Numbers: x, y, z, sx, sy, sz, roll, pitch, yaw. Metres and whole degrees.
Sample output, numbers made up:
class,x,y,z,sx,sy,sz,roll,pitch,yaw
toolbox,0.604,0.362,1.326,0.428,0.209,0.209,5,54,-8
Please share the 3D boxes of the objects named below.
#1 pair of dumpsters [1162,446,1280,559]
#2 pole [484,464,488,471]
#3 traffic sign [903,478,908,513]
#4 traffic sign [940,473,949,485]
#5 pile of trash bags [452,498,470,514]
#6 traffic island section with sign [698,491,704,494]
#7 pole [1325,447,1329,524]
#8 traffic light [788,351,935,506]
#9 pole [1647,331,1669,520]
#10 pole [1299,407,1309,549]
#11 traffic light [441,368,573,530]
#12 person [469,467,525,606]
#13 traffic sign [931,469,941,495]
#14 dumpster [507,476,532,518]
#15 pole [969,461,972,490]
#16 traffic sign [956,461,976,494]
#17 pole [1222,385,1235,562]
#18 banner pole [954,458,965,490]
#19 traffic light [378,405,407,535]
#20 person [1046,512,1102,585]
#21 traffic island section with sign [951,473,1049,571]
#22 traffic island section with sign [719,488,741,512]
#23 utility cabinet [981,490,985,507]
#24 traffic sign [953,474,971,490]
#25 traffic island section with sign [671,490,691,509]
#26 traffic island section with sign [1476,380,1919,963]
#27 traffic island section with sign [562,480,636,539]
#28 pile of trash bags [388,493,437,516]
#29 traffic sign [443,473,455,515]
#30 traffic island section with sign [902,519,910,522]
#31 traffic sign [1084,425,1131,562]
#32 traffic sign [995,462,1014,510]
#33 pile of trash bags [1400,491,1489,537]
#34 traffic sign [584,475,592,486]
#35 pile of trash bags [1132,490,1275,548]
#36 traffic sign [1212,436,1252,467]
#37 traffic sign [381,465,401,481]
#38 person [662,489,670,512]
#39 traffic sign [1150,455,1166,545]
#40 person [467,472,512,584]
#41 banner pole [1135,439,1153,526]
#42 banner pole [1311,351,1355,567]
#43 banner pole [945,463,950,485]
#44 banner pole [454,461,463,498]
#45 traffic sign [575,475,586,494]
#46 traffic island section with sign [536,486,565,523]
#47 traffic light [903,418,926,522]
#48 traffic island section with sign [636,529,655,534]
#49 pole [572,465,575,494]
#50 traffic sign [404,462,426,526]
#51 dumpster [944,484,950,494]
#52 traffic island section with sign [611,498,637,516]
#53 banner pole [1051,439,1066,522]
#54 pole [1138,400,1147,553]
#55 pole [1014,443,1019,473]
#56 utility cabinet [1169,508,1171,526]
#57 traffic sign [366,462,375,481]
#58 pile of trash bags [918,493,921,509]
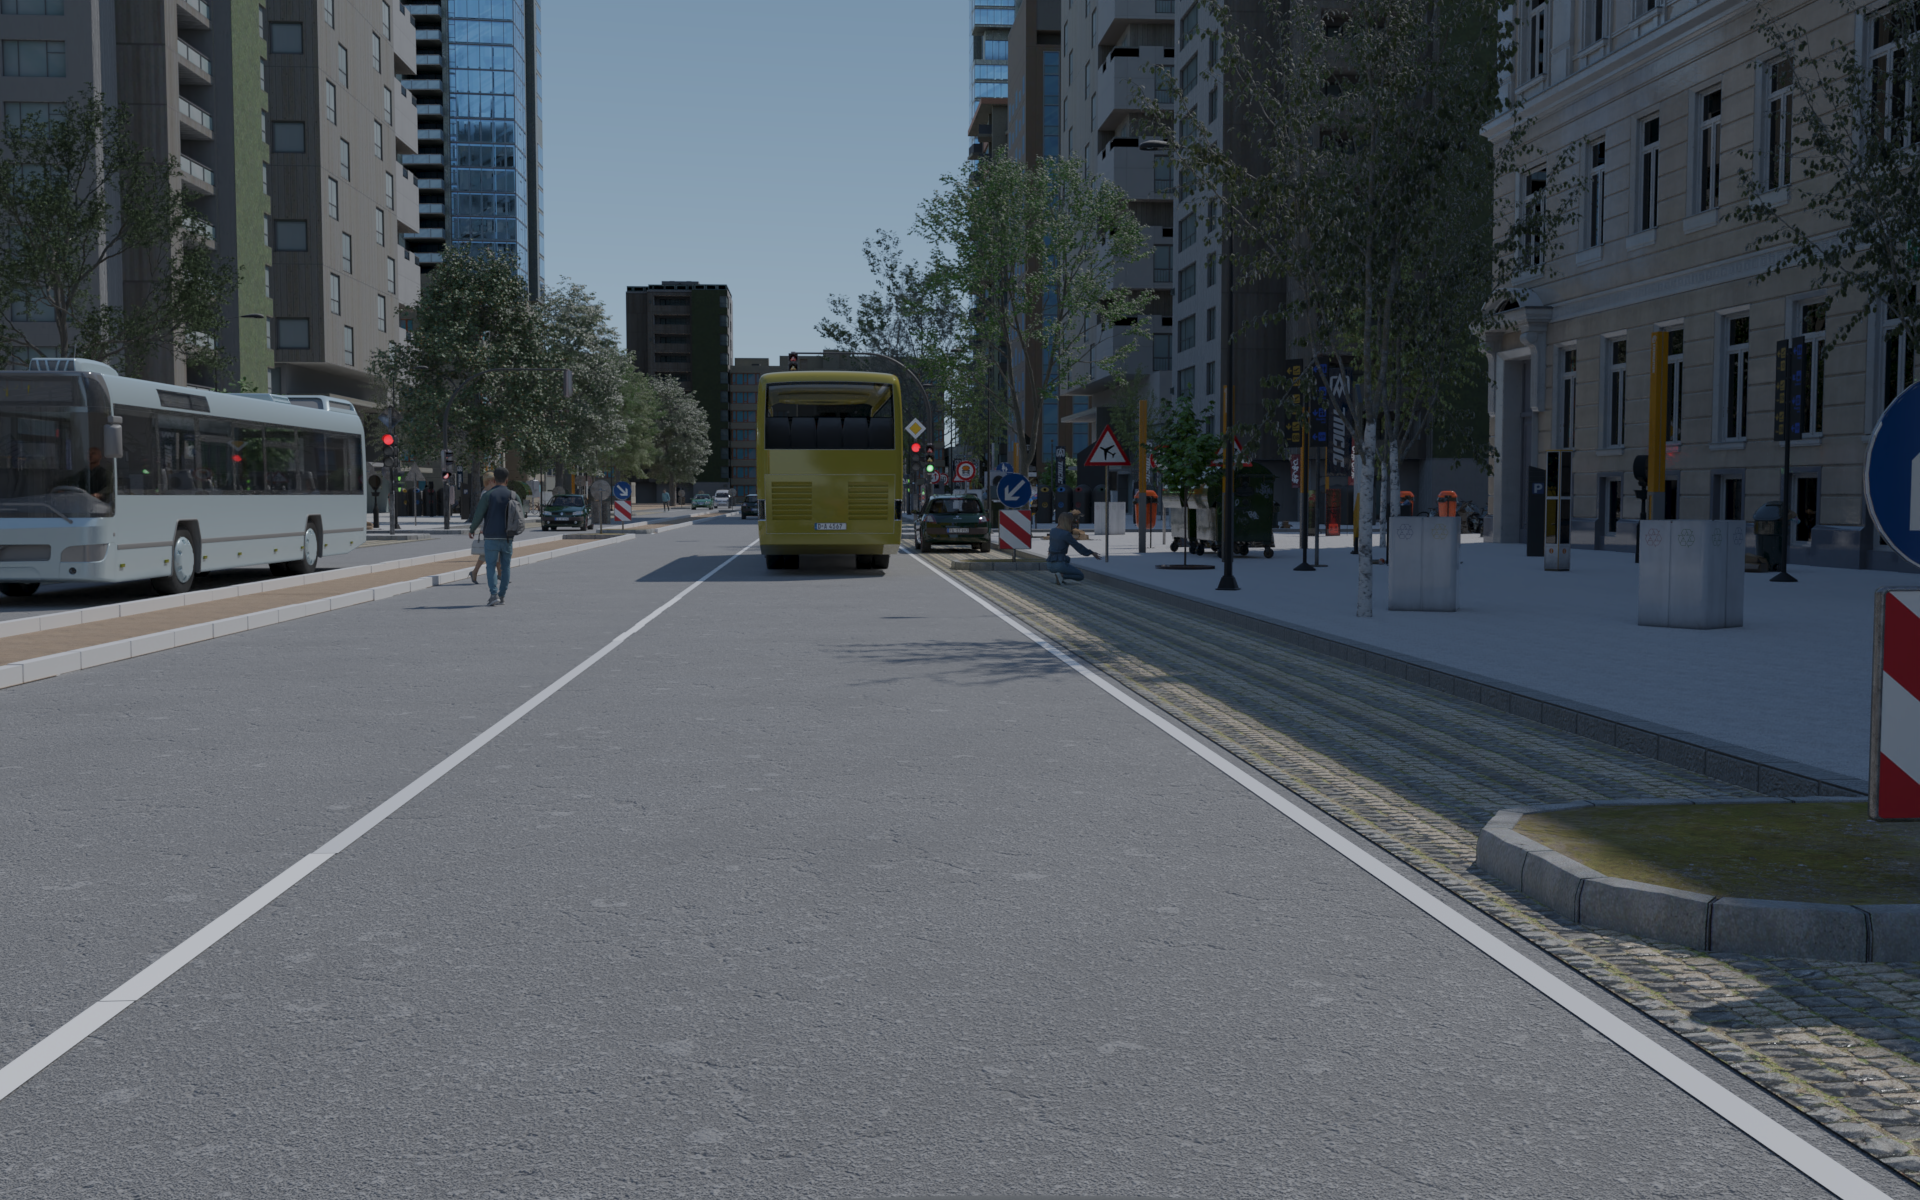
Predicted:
class,x,y,z,sx,sy,sz,roll,pitch,yaw
pair of dumpsters,5.450,-2.073,36.393,1.574,2.255,4.437,0,4,-5
pole,-29.891,-7.061,109.286,0.158,3.312,0.155,0,3,0
traffic sign,-3.680,-7.017,114.835,0.768,2.556,0.104,0,4,-2
traffic sign,-1.037,-6.355,104.004,0.768,2.556,0.104,0,4,3
pile of trash bags,-33.320,-6.375,113.982,1.912,1.369,3.447,-2,4,-35
traffic island section with sign,-28.513,-11.173,191.307,1.989,1.847,2.006,0,4,-5
pole,14.885,-4.671,70.213,0.158,3.312,0.155,0,3,0
traffic light,-3.098,-4.946,55.529,4.771,5.953,1.251,0,4,-5
pole,8.793,-1.713,21.856,0.158,3.312,0.155,0,3,0
pole,8.091,-2.865,40.678,0.158,3.312,0.155,0,3,0
traffic light,-16.434,-5.380,62.639,4.771,5.953,1.251,0,4,-5
person,-5.950,-0.828,22.383,0.623,1.781,0.721,-3,5,-44
traffic sign,-1.360,-5.384,88.139,0.768,2.556,0.104,0,4,-4
dumpster,-23.257,-5.382,90.491,1.502,2.255,1.985,0,4,-4
pole,0.670,-6.997,108.243,0.158,3.312,0.155,0,3,0
traffic sign,0.225,-4.028,65.957,0.768,2.556,0.104,0,4,-2
pole,5.042,-2.367,32.539,0.158,3.312,0.155,0,3,0
banner pole,0.031,-7.117,106.388,0.863,3.779,0.401,0,4,1
traffic light,-17.876,-4.010,54.478,0.839,4.253,0.868,0,4,-5
person,1.642,-0.821,27.424,0.738,1.151,1.012,-3,4,-38
traffic island section with sign,0.852,-1.496,33.094,1.989,1.847,2.006,0,4,-5
traffic island section with sign,-18.134,-7.920,137.635,2.006,1.907,1.989,0,4,-5
utility cabinet,1.199,-4.681,85.209,0.318,1.500,1.173,3,5,42
traffic sign,0.056,-4.686,76.613,0.884,2.594,0.081,0,4,-3
traffic island section with sign,-26.373,-9.530,164.437,1.989,1.847,2.006,0,4,-5
traffic island section with sign,2.997,0.147,6.224,1.989,1.847,2.006,0,4,-5
traffic island section with sign,-11.561,-2.888,55.350,2.006,1.907,1.989,0,4,-5
pile of trash bags,-32.366,-5.725,103.363,3.447,1.369,1.912,-1,4,-9
traffic sign,-25.261,-5.110,85.686,0.606,2.300,0.079,0,4,1
traffic island section with sign,-3.601,-4.903,88.792,1.989,1.847,2.006,0,4,-5
traffic sign,2.760,-1.986,32.483,0.884,2.594,0.081,0,4,-3
traffic sign,1.798,-4.262,69.782,0.768,2.556,0.104,0,4,3
pile of trash bags,15.787,-2.852,56.375,3.447,1.369,1.912,-1,4,-12
traffic sign,-25.257,-7.165,117.252,0.768,2.556,0.104,0,4,3
pile of trash bags,5.752,-1.954,41.693,3.447,1.369,1.912,-1,4,-20
traffic sign,5.221,-2.055,33.610,0.884,2.594,0.081,0,4,1
traffic sign,-22.387,-4.164,68.181,0.768,2.556,0.104,0,4,-1
person,-23.270,-7.871,137.214,0.660,1.820,0.620,1,4,13
traffic sign,5.186,-2.680,43.926,0.768,2.556,0.104,0,4,1
person,-7.527,-1.150,27.660,0.624,1.780,0.694,1,4,9
banner pole,7.449,-4.882,69.841,0.863,3.779,0.401,3,5,43
banner pole,6.493,-2.468,30.362,0.863,3.779,0.401,2,4,35
banner pole,-0.977,-9.133,139.339,0.401,3.779,0.863,2,4,33
banner pole,-37.528,-8.530,129.488,0.863,3.779,0.401,-3,4,-38
traffic sign,-25.571,-7.124,116.591,0.768,2.556,0.104,0,4,-3
traffic island section with sign,-20.194,-4.801,87.120,1.989,1.847,2.006,0,4,-5
traffic light,-1.655,-4.580,63.796,0.839,4.253,0.868,0,4,-5
traffic island section with sign,-12.141,-3.339,62.735,2.006,1.907,1.989,0,4,-5
pole,-25.385,-7.329,113.677,0.158,3.312,0.155,0,3,0
traffic sign,-21.941,-4.265,69.741,0.884,2.594,0.081,0,4,2
dumpster,-1.251,-6.351,106.336,1.502,2.255,1.985,0,4,-5
traffic island section with sign,-22.332,-6.444,113.991,1.989,1.847,2.006,0,4,-5
banner pole,4.450,-5.469,79.430,0.863,3.779,0.401,0,4,-4
pole,3.982,-2.687,37.769,0.158,3.312,0.155,0,3,0
pole,2.229,-4.581,68.736,0.158,3.312,0.155,0,3,0
utility cabinet,8.417,-3.626,67.959,0.318,1.500,1.173,0,4,1
traffic sign,-23.203,-4.124,67.531,0.768,2.556,0.104,0,4,2
pile of trash bags,-2.949,-7.606,134.116,1.912,1.369,3.447,0,4,-4
